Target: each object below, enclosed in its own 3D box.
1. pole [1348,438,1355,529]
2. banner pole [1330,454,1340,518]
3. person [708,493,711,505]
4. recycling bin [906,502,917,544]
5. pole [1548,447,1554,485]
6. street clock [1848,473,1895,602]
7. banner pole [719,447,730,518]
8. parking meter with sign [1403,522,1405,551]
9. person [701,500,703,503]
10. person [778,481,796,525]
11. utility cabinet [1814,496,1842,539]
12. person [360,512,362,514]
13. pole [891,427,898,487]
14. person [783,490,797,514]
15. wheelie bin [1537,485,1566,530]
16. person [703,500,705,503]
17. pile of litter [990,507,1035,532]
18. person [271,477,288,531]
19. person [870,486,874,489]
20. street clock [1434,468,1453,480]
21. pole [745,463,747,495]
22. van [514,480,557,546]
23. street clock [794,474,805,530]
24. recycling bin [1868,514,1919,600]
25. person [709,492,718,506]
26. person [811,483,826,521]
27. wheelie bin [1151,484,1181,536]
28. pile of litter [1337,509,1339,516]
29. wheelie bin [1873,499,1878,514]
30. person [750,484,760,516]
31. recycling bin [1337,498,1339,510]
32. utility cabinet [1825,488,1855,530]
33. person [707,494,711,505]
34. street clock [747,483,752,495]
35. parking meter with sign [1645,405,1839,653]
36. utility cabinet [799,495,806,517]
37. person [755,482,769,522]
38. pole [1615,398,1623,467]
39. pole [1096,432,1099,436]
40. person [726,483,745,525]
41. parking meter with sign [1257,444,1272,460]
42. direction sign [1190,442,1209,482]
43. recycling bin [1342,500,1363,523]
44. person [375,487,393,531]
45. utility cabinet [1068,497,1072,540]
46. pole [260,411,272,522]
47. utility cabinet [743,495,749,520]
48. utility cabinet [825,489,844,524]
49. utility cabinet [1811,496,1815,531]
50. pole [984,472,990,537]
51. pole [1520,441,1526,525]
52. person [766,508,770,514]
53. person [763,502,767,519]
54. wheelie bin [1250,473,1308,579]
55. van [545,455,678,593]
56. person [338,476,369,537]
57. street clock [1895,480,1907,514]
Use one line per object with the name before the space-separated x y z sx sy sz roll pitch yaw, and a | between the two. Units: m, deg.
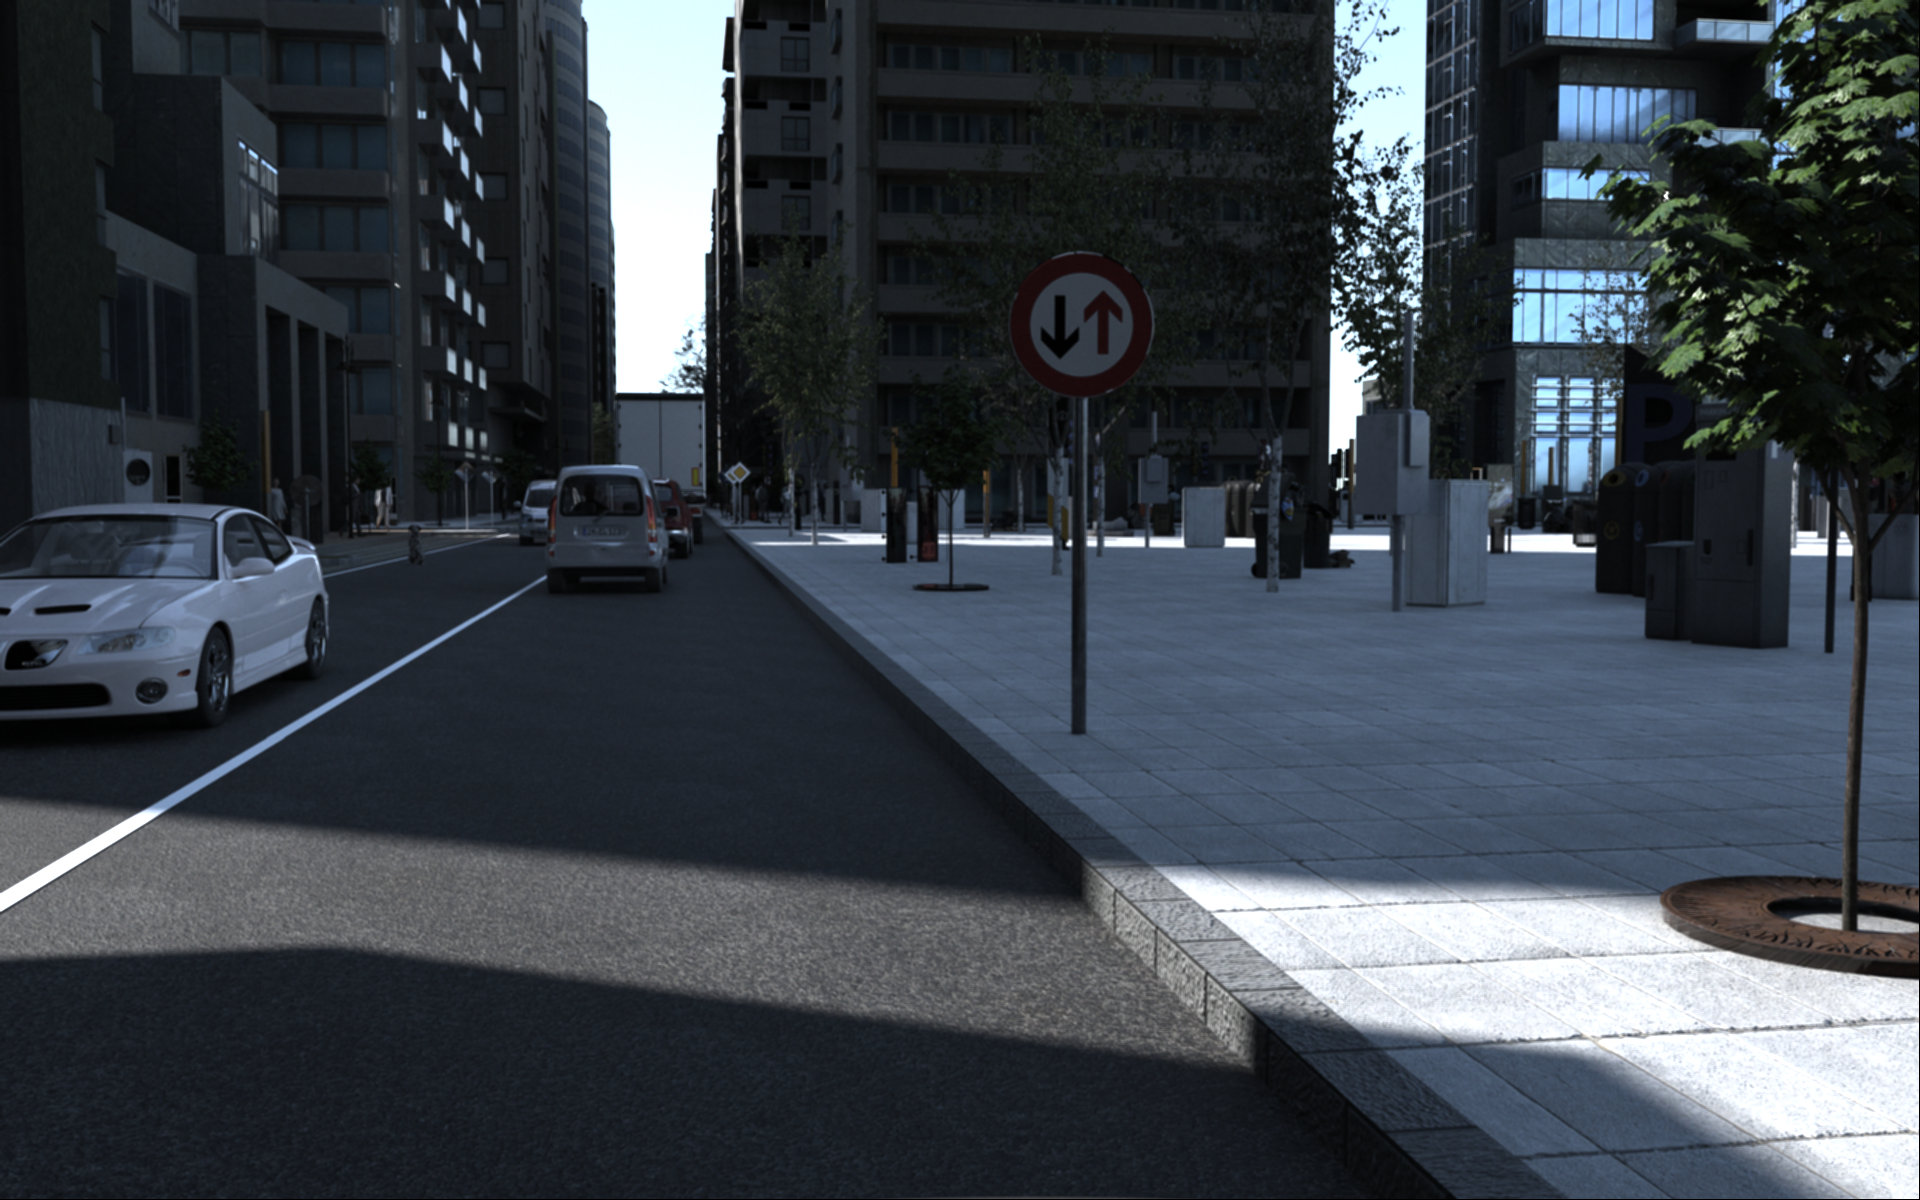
pole | 14.334 -4.257 63.444 0.158 3.312 0.155 0 3 0
banner pole | 20.489 -6.379 94.308 0.401 3.779 0.863 -3 5 -40
person | -28.252 -11.568 195.845 0.621 1.740 0.551 3 4 38
recycling bin | -1.189 -1.956 44.528 0.722 1.027 0.722 -2 4 -28
pole | 25.612 -4.969 75.091 0.158 3.312 0.155 0 3 0
street clock | 10.798 -0.986 20.698 0.471 2.002 0.358 1 4 12
banner pole | -12.758 -6.294 92.931 0.401 3.779 0.863 -1 4 -14
parking meter with sign | 10.221 -2.628 39.235 0.543 3.016 1.738 1 4 10
person | -38.633 -15.464 258.906 0.705 1.821 1.348 1 4 17
person | -7.186 -4.016 71.798 0.850 1.850 0.679 2 4 24
utility cabinet | 25.173 -2.384 50.141 0.306 1.237 1.020 0 4 8
person | -25.436 -3.999 71.637 1.509 1.804 0.699 0 4 7
pole | -1.996 -3.612 52.903 0.158 3.312 0.155 0 3 0
person | -11.076 -6.563 113.558 0.699 1.804 1.509 -1 4 -21
wheelie bin | 20.854 -3.255 61.120 0.980 1.594 0.693 0 4 3
person | -35.946 -14.436 242.859 0.721 1.735 1.217 3 5 40
pile of litter | 1.770 -2.764 59.160 1.719 0.858 1.176 0 4 -3
person | -18.183 -2.394 45.937 0.760 1.731 0.466 -1 4 -9
person | -3.612 -3.856 70.906 0.589 1.601 0.330 1 4 15
street clock | 13.306 -2.639 47.715 0.471 2.002 0.358 -1 4 -10
pole | -14.170 -7.387 114.628 0.158 3.312 0.155 0 3 0
van | -11.685 -2.600 49.525 2.013 2.044 4.112 -1 4 -11
street clock | -5.765 -3.495 61.713 0.471 2.002 0.358 0 4 2
recycling bin | 11.581 -0.539 21.363 0.722 1.027 0.722 -3 4 -37
person | -26.286 -10.900 184.980 1.217 1.735 0.721 -2 4 -25
person | -6.657 -4.616 81.700 0.721 1.800 0.419 1 4 13
wheelie bin | 6.243 -2.750 52.862 0.980 1.594 0.693 1 4 16
pile of litter | 21.293 -5.287 100.402 1.719 0.858 1.176 0 4 -6
wheelie bin | 40.415 -4.234 77.137 0.693 1.594 0.980 -1 4 -11
person | -11.951 -5.825 101.080 0.447 1.846 0.655 3 5 39
recycling bin | 22.526 -5.483 102.209 0.722 1.027 0.722 1 4 19
utility cabinet | 31.483 -3.246 61.755 1.173 1.500 0.318 1 4 21
person | -29.227 -11.916 201.532 0.621 1.740 0.551 1 4 17
street clock | -13.643 -6.570 111.988 0.358 2.002 0.471 -3 4 -37
parking meter with sign | 6.634 -1.125 14.648 0.543 3.016 1.738 -2 4 -29
utility cabinet | -8.934 -5.324 98.209 0.306 1.237 1.020 -1 4 -12
person | -9.164 -4.539 80.348 0.679 1.850 0.850 1 4 16
pole | 13.986 -2.623 36.724 0.158 3.312 0.155 0 3 0
pole | 4.535 -3.849 56.777 0.158 3.312 0.155 0 3 0
person | -9.491 -4.081 72.882 0.853 1.813 0.709 -1 4 -21
parking meter with sign | 10.858 -3.901 60.046 0.543 3.016 1.738 -1 4 -10
direction sign | 10.401 -5.094 75.277 0.876 3.537 0.379 3 4 39
recycling bin | 17.343 -3.912 76.511 0.722 1.027 0.722 3 4 36
person | -20.152 -3.339 60.506 0.514 1.842 0.818 -3 4 -39
utility cabinet | 3.076 -2.336 49.359 0.306 1.237 1.020 0 4 6
pole | -16.996 -2.971 42.424 0.158 3.312 0.155 0 3 0
utility cabinet | -10.611 -4.616 86.626 1.020 1.237 0.306 0 4 -2
utility cabinet | -5.332 -3.997 74.027 0.318 1.500 1.173 -2 4 -33
utility cabinet | 29.389 -2.966 59.659 0.306 1.237 1.020 0 4 -1
pole | 0.791 -3.506 51.165 0.158 3.312 0.155 0 3 0
pole | 21.477 -4.418 66.070 0.158 3.312 0.155 0 3 0
person | -12.069 -6.215 107.496 0.795 1.843 0.661 2 4 26
person | -9.982 -4.760 88.146 0.425 1.301 0.394 1 4 14
wheelie bin | 4.868 -1.135 26.467 0.693 1.594 0.980 -2 4 -29
van | -5.349 -1.194 26.529 2.013 2.044 4.112 0 4 -8
person | -18.018 -2.779 51.450 0.822 1.834 0.622 0 4 -5
street clock | 19.672 -1.944 36.347 0.471 2.002 0.358 -1 4 -13
